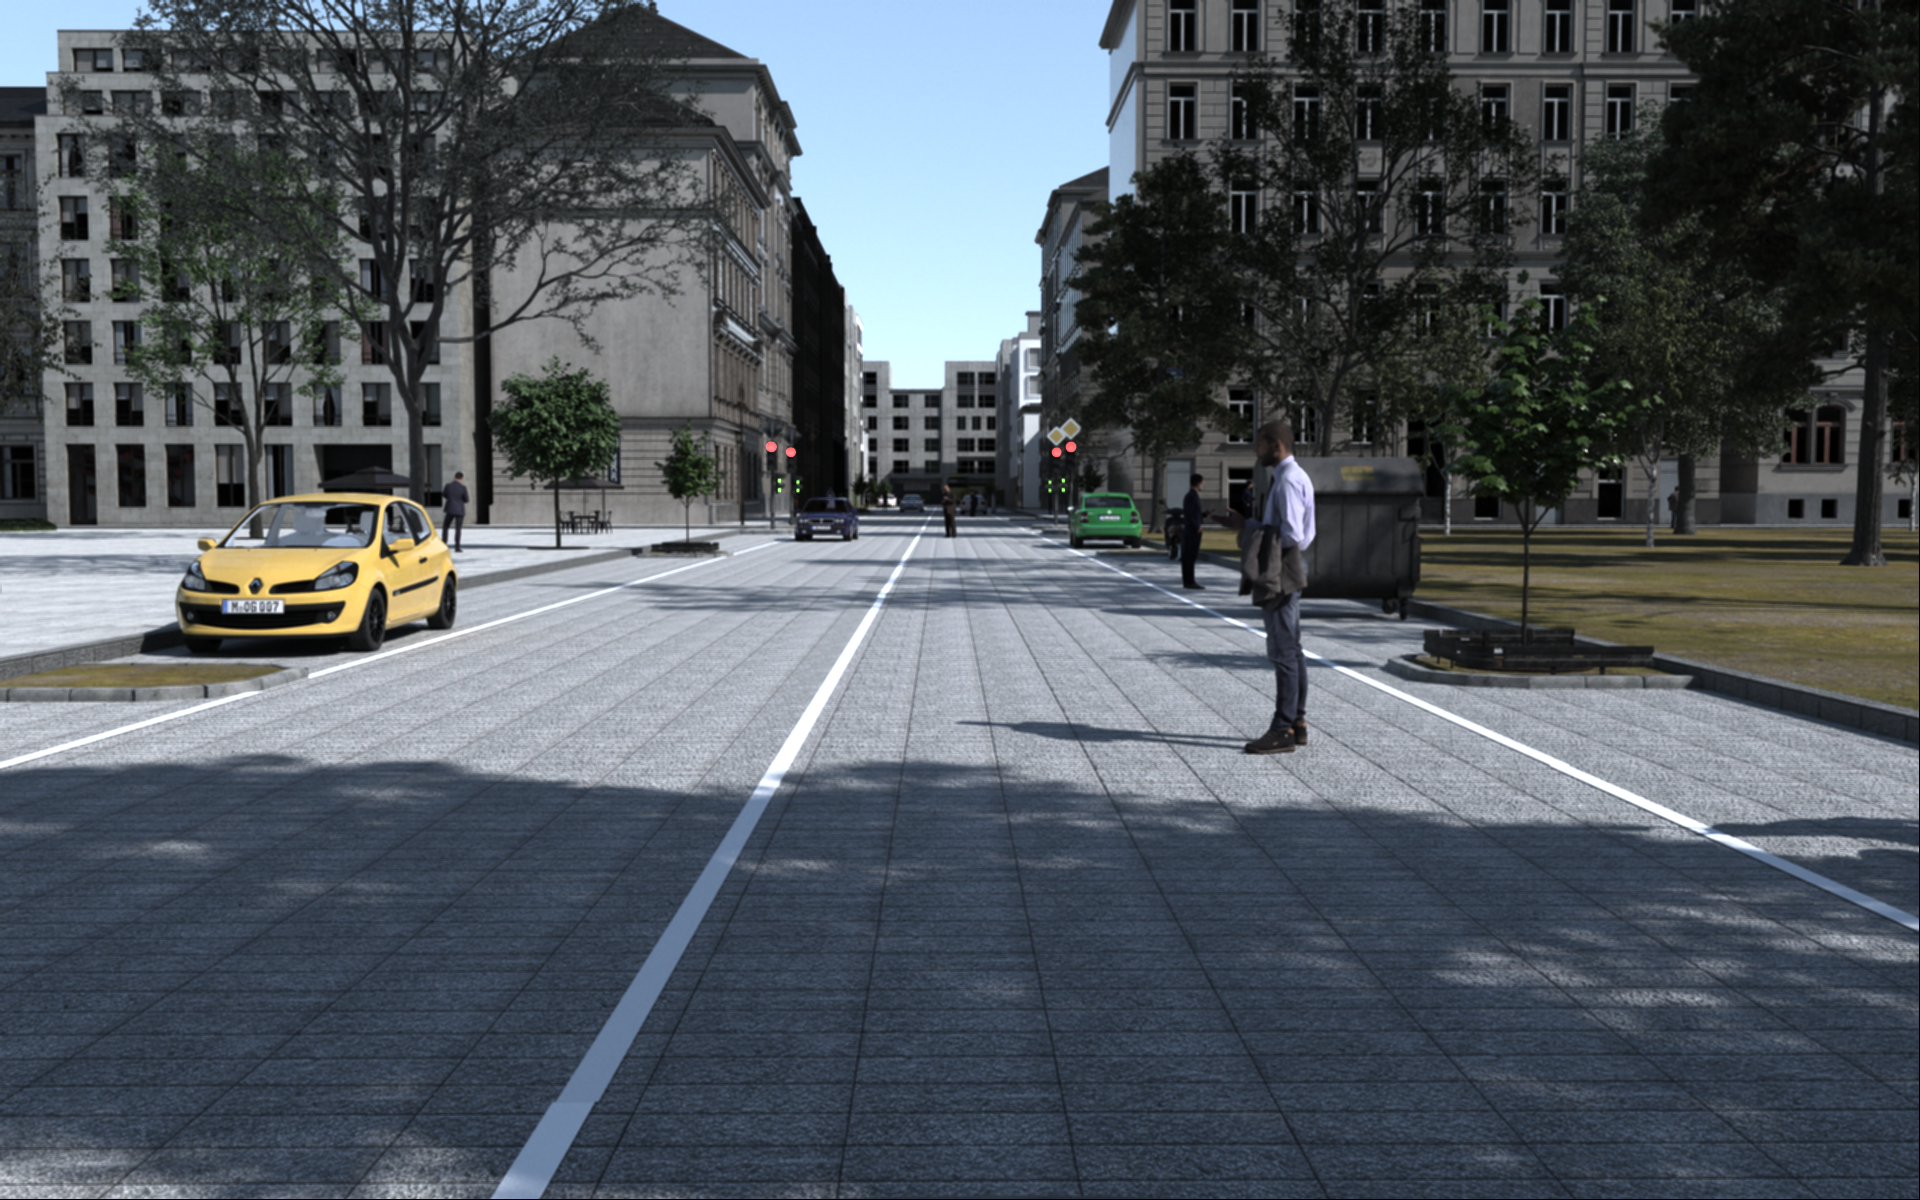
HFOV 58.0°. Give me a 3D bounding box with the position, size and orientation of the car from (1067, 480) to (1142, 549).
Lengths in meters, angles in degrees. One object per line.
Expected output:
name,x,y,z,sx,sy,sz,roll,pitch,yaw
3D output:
car,3.910,-2.334,46.951,1.959,1.807,4.718,0,4,1

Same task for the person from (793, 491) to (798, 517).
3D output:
person,-9.206,-5.392,96.468,0.388,1.546,0.482,-2,4,-26

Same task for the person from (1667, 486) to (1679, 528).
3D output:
person,26.898,-3.407,65.027,0.655,1.722,0.431,1,4,15

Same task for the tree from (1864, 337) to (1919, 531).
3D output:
tree,33.548,-6.733,60.454,4.360,8.622,3.978,0,3,0

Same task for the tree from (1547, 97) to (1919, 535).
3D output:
tree,22.971,-9.049,54.613,9.857,13.997,8.962,0,3,0

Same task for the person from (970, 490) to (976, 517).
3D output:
person,0.849,-6.118,109.324,0.445,1.727,0.742,-1,4,-16

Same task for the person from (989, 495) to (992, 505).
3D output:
person,3.215,-10.301,177.845,0.541,1.710,0.530,-1,4,-12

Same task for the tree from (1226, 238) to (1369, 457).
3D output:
tree,9.167,-5.887,46.615,4.360,8.622,3.978,0,3,0

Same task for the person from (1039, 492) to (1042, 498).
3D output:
person,7.003,-8.707,148.420,0.705,1.821,1.348,0,4,-5

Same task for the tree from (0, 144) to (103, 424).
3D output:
tree,-20.836,-5.313,37.228,4.360,8.622,3.978,0,3,0

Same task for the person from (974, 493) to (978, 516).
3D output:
person,0.983,-6.403,115.552,0.453,1.535,0.546,-1,4,-16

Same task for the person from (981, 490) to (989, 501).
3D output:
person,2.092,-8.750,152.119,0.990,1.755,0.434,-1,4,-11

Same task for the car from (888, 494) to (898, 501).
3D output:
car,-7.932,-11.248,194.127,2.015,1.641,3.980,0,4,-1

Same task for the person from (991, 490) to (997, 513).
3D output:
person,2.518,-7.262,127.903,0.621,1.740,0.551,-2,4,-33

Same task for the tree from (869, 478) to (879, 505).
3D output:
tree,-10.450,-12.990,206.990,1.663,3.219,1.824,0,3,0

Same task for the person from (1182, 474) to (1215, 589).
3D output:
person,3.589,-1.040,26.202,0.504,1.737,0.576,-1,4,-9

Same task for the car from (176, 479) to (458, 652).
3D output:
car,-6.191,-0.410,16.931,2.015,1.641,3.980,0,4,-2

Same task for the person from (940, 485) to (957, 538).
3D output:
person,-0.386,-2.913,56.820,0.565,1.739,0.600,0,4,6

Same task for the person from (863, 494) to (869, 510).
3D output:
person,-7.761,-8.191,143.887,0.517,1.644,0.566,2,4,24

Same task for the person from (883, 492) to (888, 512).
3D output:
person,-6.106,-8.042,141.456,0.415,1.643,0.593,2,4,24

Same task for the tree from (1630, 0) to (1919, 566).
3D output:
tree,16.078,-7.531,30.556,7.806,13.903,7.818,0,3,0

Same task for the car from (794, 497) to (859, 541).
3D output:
car,-4.106,-2.507,53.567,1.945,1.354,3.894,0,4,1

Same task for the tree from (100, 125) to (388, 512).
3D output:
tree,-20.108,-7.543,49.078,9.928,11.665,9.643,0,3,0

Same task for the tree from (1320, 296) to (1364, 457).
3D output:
tree,14.187,-6.634,58.825,4.737,8.622,4.395,0,3,0

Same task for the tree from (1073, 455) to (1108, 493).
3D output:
tree,6.367,-5.611,86.346,1.663,3.219,1.824,0,3,0

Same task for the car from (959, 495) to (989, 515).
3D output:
car,0.974,-6.698,121.871,2.083,1.381,4.827,0,4,1

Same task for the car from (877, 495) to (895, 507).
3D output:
car,-7.777,-10.549,184.843,2.083,1.381,4.827,0,4,1

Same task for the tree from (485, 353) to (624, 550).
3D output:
tree,-9.428,-3.476,40.547,4.285,4.588,4.351,0,3,0

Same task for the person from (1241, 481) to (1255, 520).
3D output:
person,9.833,-3.186,58.832,0.504,1.737,0.576,1,4,19

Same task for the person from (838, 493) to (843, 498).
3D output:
person,-6.568,-5.105,94.515,0.480,1.512,0.613,3,4,38

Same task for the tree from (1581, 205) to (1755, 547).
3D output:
tree,16.996,-5.617,42.199,4.737,8.622,4.395,0,3,0

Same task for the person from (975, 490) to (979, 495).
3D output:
person,1.297,-8.054,140.888,0.504,1.737,0.576,1,4,23

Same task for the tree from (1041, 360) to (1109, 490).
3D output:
tree,6.364,-8.915,96.126,4.360,8.622,3.978,0,3,0

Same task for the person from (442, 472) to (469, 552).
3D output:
person,-11.169,-1.943,38.254,0.683,1.767,0.568,0,4,-4

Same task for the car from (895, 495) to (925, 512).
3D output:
car,-3.832,-7.715,138.509,2.083,1.381,4.827,0,4,1

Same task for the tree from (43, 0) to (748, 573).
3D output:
tree,-8.724,-7.158,27.405,12.009,13.543,11.850,0,3,0

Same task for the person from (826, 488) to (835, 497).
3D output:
person,-9.273,-7.119,123.100,0.551,1.740,0.621,0,4,3

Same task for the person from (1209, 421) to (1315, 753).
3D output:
person,1.691,-0.086,9.775,0.599,1.838,0.709,1,4,14

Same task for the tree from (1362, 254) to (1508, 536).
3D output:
tree,15.034,-6.308,53.501,4.737,8.622,4.395,0,3,0

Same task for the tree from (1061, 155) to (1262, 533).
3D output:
tree,6.542,-8.219,56.441,6.751,12.117,7.091,0,3,0

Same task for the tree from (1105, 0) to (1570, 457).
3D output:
tree,6.568,-5.944,31.592,8.767,10.594,7.601,1,4,18
